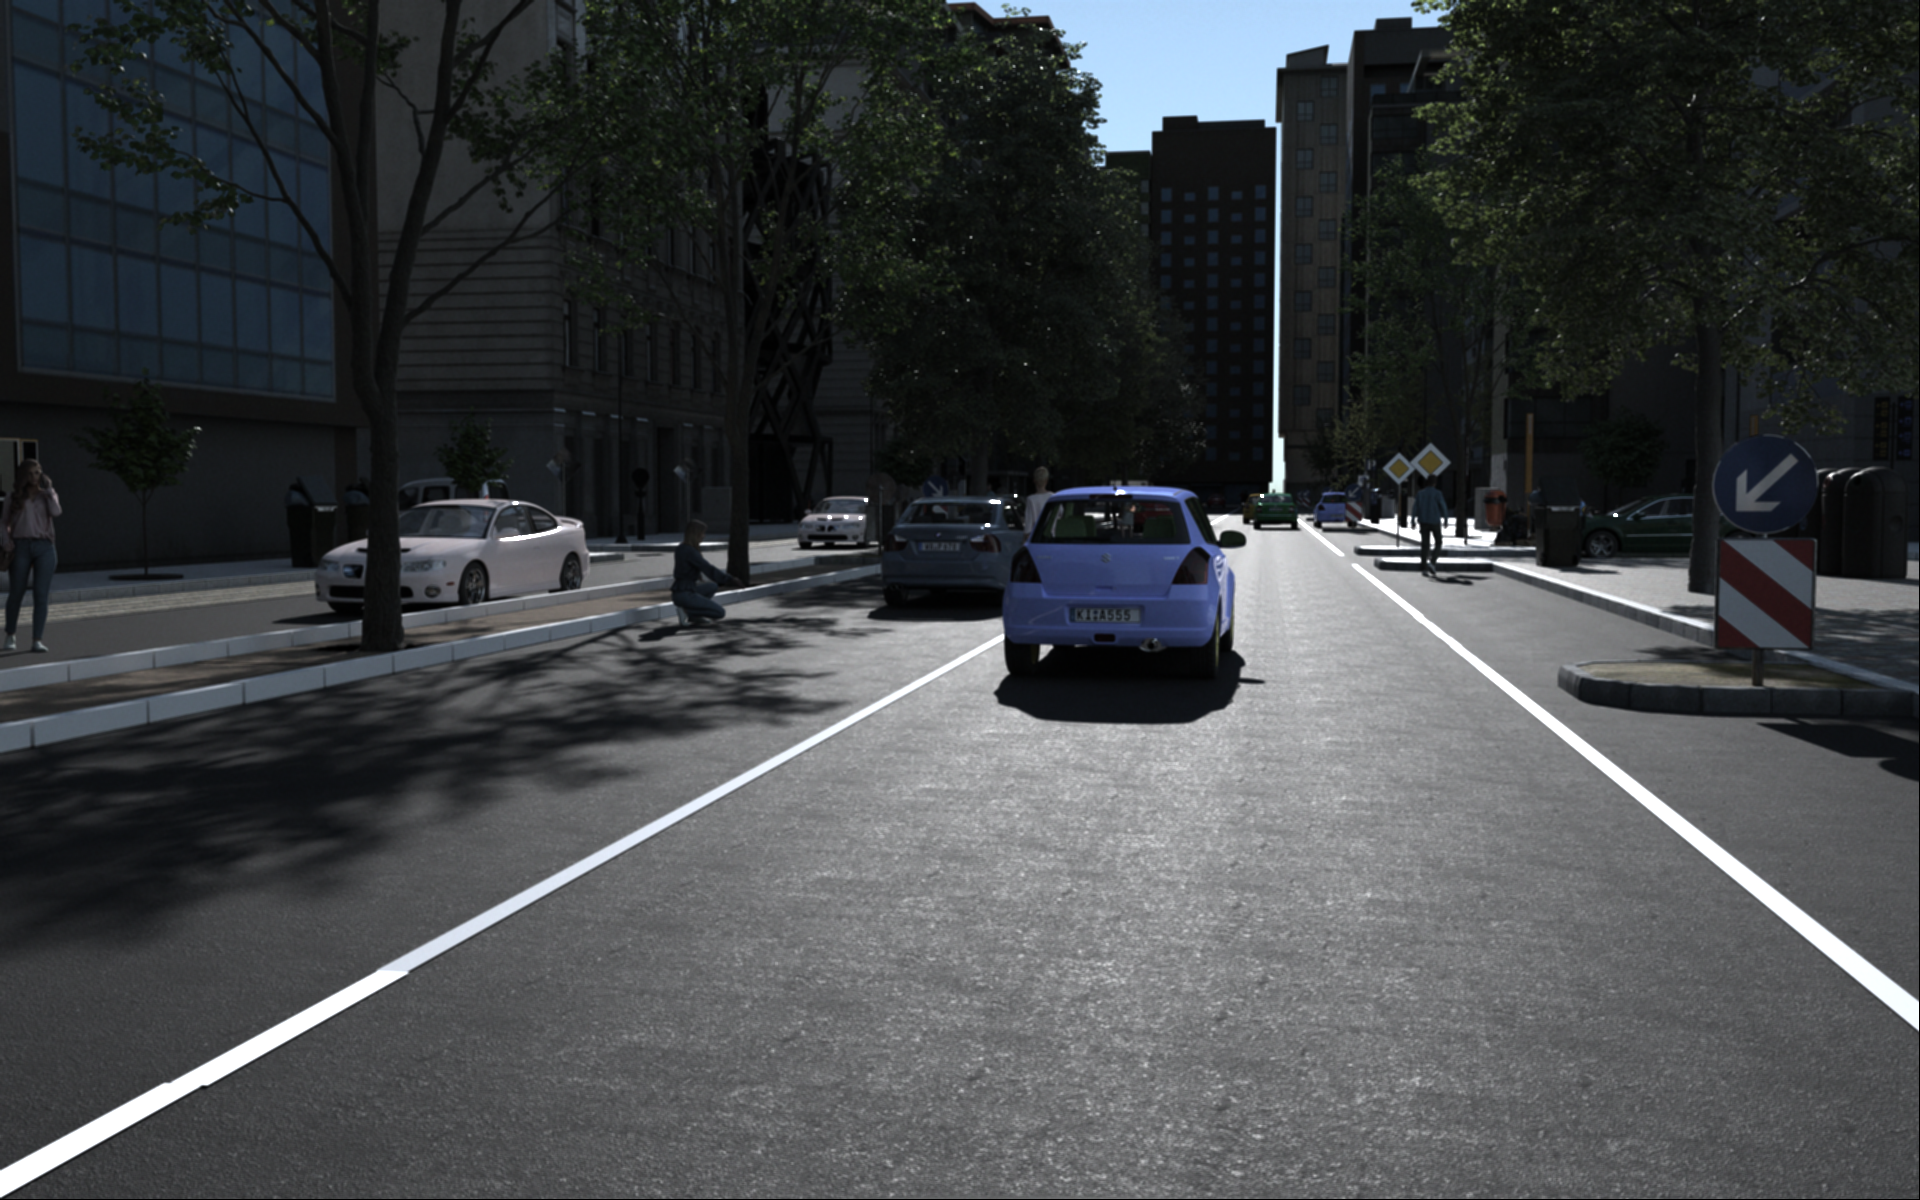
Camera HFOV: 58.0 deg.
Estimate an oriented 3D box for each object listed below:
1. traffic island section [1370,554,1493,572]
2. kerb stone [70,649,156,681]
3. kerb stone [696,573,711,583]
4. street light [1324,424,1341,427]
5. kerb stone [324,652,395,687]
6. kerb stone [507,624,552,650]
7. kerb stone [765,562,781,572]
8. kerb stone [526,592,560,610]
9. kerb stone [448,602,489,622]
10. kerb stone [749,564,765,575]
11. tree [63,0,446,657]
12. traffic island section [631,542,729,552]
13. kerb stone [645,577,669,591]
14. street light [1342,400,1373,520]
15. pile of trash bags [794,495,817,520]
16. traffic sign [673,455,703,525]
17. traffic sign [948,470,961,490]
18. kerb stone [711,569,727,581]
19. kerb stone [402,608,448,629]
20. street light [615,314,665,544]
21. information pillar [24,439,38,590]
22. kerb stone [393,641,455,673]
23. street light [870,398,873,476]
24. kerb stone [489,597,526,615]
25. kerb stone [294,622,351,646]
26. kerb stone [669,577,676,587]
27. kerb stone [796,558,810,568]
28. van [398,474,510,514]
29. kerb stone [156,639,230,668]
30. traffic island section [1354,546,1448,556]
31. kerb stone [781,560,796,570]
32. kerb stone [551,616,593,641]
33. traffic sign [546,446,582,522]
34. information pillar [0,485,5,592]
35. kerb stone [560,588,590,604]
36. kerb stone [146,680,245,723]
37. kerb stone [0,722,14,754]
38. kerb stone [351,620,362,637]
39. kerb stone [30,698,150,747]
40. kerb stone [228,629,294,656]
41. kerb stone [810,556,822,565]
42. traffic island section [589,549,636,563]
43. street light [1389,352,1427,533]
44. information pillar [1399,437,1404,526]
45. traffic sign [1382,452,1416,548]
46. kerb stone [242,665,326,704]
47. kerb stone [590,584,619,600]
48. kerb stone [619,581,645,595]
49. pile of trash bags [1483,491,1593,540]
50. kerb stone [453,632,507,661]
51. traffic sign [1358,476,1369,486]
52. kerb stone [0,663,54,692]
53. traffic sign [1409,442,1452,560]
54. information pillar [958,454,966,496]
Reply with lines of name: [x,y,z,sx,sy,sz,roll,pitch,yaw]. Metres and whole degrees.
traffic island section: [9.094,-0.688,33.523,2.009,0.180,2.903,1,4,10]
kerb stone: [-6.744,0.523,13.676,0.120,0.150,1.000,1,4,10]
kerb stone: [-4.250,-0.343,27.802,0.120,0.150,1.000,1,4,10]
street light: [24.888,-8.716,115.045,1.470,5.913,1.316,1,4,10]
kerb stone: [-4.672,0.542,13.328,0.120,0.150,1.000,1,4,10]
kerb stone: [-4.139,0.358,16.358,0.120,0.150,1.000,1,4,10]
kerb stone: [-3.533,-0.590,31.837,0.120,0.150,1.000,1,4,10]
kerb stone: [-5.315,0.027,21.755,0.120,0.150,1.000,1,4,10]
kerb stone: [-5.672,0.151,19.736,0.120,0.150,1.000,1,4,10]
kerb stone: [-3.718,-0.523,30.828,0.120,0.150,1.000,1,4,10]
tree: [-5.185,-5.327,15.305,9.928,11.665,9.643,0,3,0]
traffic island section: [-6.990,-1.357,44.463,2.009,0.180,2.903,1,4,10]
kerb stone: [-4.600,-0.220,25.789,0.120,0.150,1.000,1,4,10]
street light: [19.863,-6.936,85.937,1.470,5.913,1.316,1,4,10]
pile of trash bags: [-7.907,-4.596,84.903,1.912,1.369,3.447,-1,4,-21]
traffic sign: [-6.966,-2.493,44.397,0.795,2.450,0.064,1,4,10]
traffic sign: [-0.313,-5.700,93.297,0.768,2.556,0.104,1,4,17]
kerb stone: [-4.066,-0.404,28.808,0.120,0.150,1.000,1,4,10]
kerb stone: [-5.852,0.212,18.726,0.120,0.150,1.000,1,4,10]
street light: [-8.281,-4.420,44.801,1.470,5.913,1.316,1,4,10]
information pillar: [-12.585,-1.147,23.252,0.304,2.012,0.304,1,4,14]
kerb stone: [-4.493,0.480,14.342,0.120,0.150,1.000,1,4,10]
street light: [-3.251,-6.199,73.899,1.470,5.913,1.316,1,4,10]
kerb stone: [-5.499,0.088,20.750,0.120,0.150,1.000,1,4,10]
kerb stone: [-6.210,0.336,16.698,0.120,0.150,1.000,1,4,10]
kerb stone: [-4.421,-0.281,26.795,0.120,0.150,1.000,1,4,10]
kerb stone: [-3.173,-0.714,33.863,0.120,0.150,1.000,1,4,10]
van: [-13.068,-2.157,42.282,4.112,2.044,2.013,1,4,8]
kerb stone: [-6.562,0.460,14.682,0.120,0.150,1.000,1,4,10]
traffic island section: [10.481,-1.169,41.387,2.009,0.180,2.903,1,4,10]
kerb stone: [-3.353,-0.652,32.852,0.120,0.150,1.000,1,4,10]
kerb stone: [-3.958,0.297,17.369,0.120,0.150,1.000,1,4,10]
traffic sign: [-8.353,-2.012,36.533,0.795,2.450,0.064,1,4,10]
information pillar: [-12.506,-1.115,22.729,0.304,2.012,0.304,-3,5,-41]
kerb stone: [-5.141,-0.035,22.762,0.120,0.150,1.000,1,4,10]
kerb stone: [-5.030,0.671,11.308,0.120,0.150,1.000,1,4,10]
kerb stone: [-5.391,0.793,9.290,0.120,0.150,1.000,1,4,10]
kerb stone: [-6.035,0.279,17.721,0.120,0.150,1.000,1,4,10]
kerb stone: [-5.208,0.732,10.301,0.120,0.150,1.000,1,4,10]
kerb stone: [-6.385,0.398,15.688,0.120,0.150,1.000,1,4,10]
kerb stone: [-3.008,-0.772,34.872,0.120,0.150,1.000,1,4,10]
traffic island section: [-8.378,-0.876,36.599,2.009,0.180,2.903,1,4,10]
street light: [14.690,-5.155,56.830,1.470,5.913,1.316,1,4,10]
information pillar: [17.955,-4.841,70.507,0.183,3.616,0.504,2,4,29]
traffic sign: [10.457,-2.304,41.314,0.795,2.450,0.064,1,4,10]
kerb stone: [-4.847,0.604,12.315,0.120,0.150,1.000,1,4,10]
kerb stone: [-4.956,-0.096,23.771,0.120,0.150,1.000,1,4,10]
kerb stone: [-4.779,-0.158,24.778,0.120,0.150,1.000,1,4,10]
pile of trash bags: [15.267,-2.221,46.058,3.447,1.369,1.912,-2,4,-29]
kerb stone: [-4.314,0.419,15.349,0.120,0.150,1.000,1,4,10]
traffic sign: [22.026,-5.654,94.568,0.606,2.300,0.079,1,4,17]
kerb stone: [-6.921,0.583,12.670,0.120,0.150,1.000,1,4,10]
traffic sign: [9.069,-1.823,33.450,0.795,2.450,0.064,1,4,10]
information pillar: [0.106,-6.636,99.855,0.504,3.616,0.183,2,4,34]
